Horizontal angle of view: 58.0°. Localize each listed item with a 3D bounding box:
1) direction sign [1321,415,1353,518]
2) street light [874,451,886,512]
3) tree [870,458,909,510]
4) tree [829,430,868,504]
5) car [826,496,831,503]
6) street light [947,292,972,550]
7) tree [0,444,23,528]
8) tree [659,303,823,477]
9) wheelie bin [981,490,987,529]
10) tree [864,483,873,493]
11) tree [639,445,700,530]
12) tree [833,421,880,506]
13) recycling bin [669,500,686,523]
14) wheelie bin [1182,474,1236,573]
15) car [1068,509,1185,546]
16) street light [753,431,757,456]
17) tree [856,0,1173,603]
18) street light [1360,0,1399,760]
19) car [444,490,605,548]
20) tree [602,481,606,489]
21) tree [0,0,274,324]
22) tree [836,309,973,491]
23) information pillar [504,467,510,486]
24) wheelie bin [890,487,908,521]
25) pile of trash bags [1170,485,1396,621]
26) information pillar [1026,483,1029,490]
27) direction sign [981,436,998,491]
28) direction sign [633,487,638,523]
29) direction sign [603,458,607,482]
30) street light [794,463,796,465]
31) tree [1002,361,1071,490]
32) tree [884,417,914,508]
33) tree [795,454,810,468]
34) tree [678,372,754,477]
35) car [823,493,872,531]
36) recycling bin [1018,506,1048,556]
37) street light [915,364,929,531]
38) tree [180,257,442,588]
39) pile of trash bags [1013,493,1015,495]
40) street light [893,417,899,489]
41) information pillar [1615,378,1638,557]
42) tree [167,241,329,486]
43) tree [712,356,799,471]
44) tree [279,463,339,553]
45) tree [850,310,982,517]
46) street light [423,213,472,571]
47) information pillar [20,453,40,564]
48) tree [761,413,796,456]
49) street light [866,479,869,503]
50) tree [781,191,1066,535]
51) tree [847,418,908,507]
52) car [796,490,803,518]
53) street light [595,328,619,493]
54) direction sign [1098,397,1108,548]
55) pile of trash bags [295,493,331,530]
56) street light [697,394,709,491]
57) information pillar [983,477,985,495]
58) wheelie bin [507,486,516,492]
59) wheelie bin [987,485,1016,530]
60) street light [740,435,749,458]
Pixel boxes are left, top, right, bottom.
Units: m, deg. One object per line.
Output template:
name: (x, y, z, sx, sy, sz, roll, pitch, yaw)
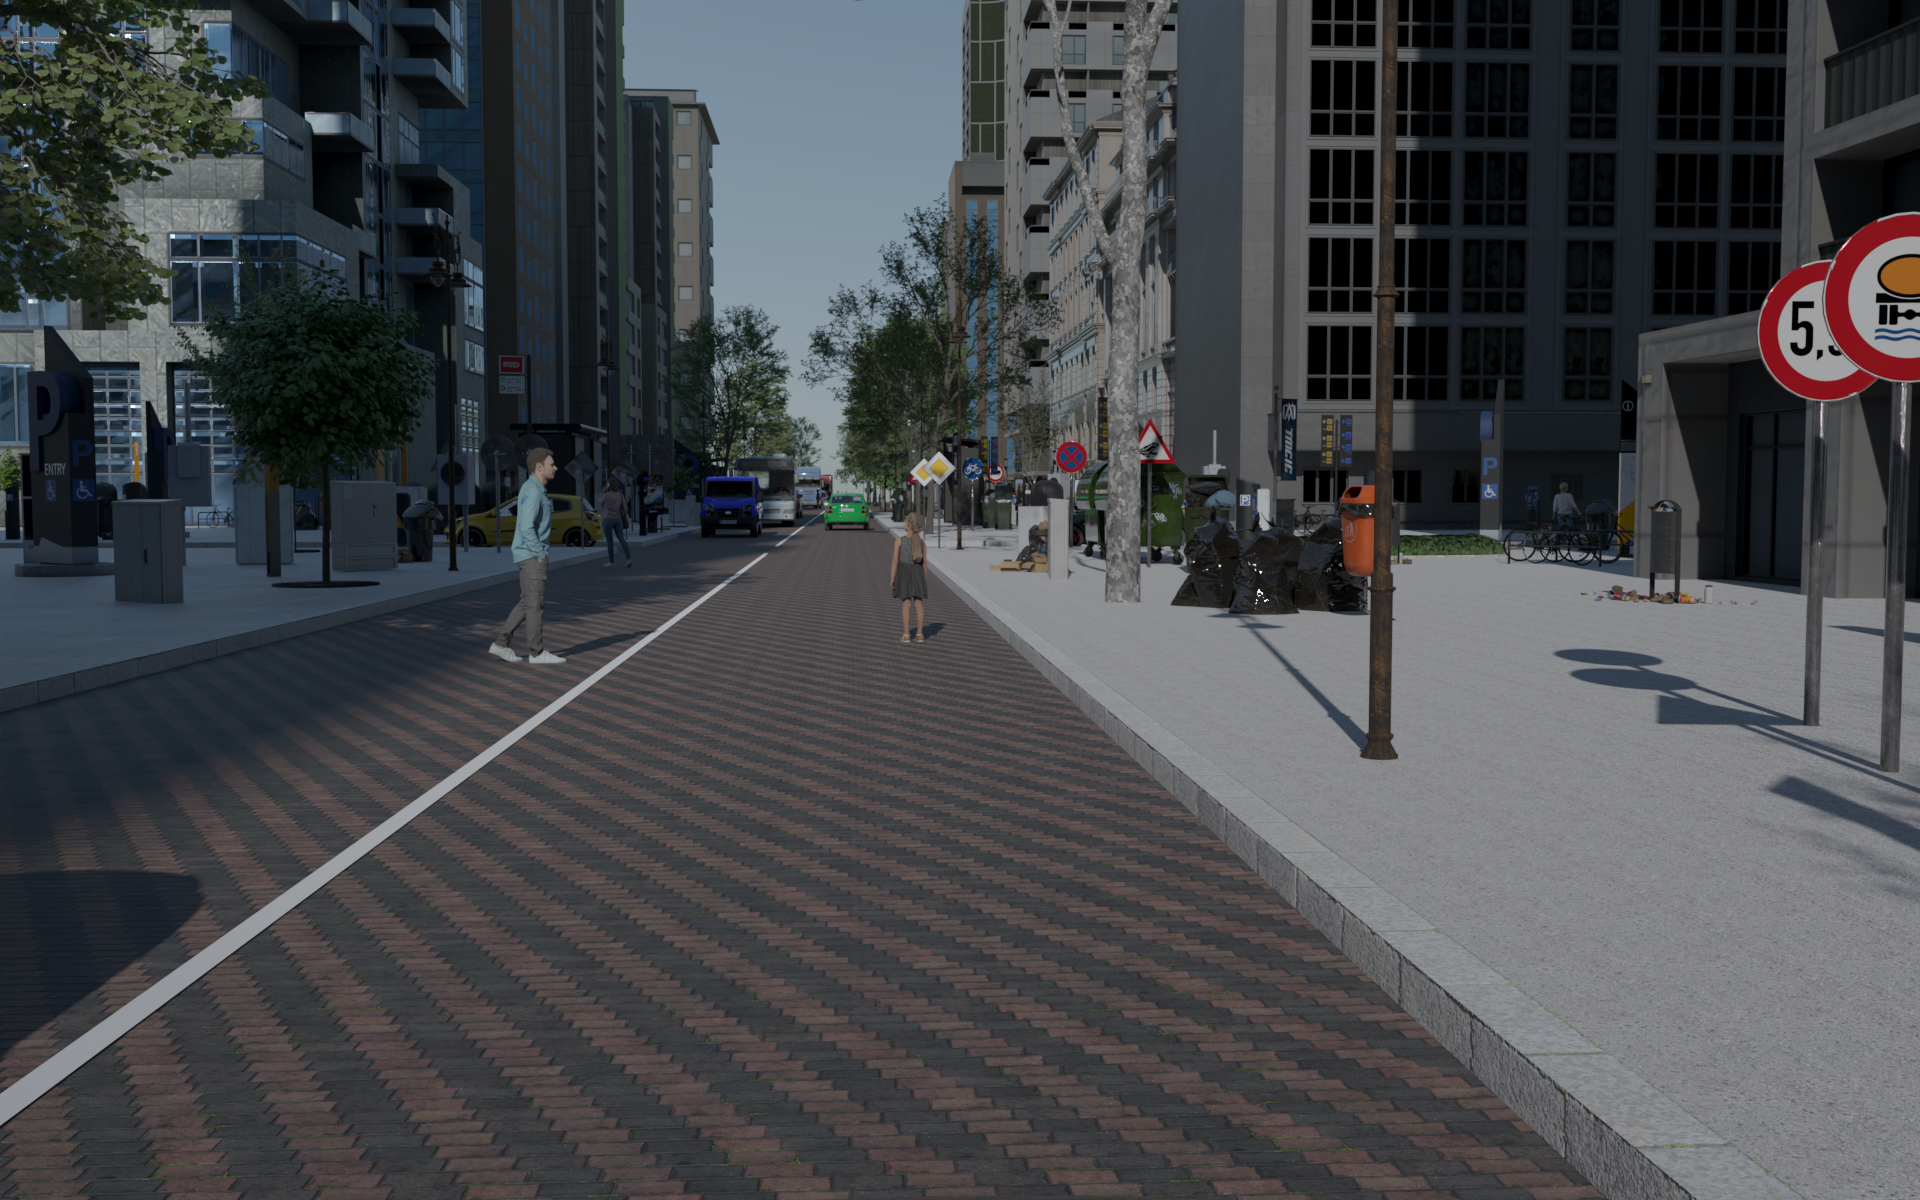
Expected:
direction sign: (10.760, -3.519, 49.539, 0.876, 3.537, 0.379, 0, 4, 4)
street light: (-6.253, -9.969, 135.780, 0.468, 5.910, 1.993, 0, 4, -4)
tree: (-5.613, -9.570, 140.189, 4.285, 4.588, 4.351, 0, 3, 0)
tree: (-12.642, -19.881, 235.416, 12.009, 13.543, 11.850, 0, 3, 0)
car: (-9.988, -8.100, 142.216, 2.009, 1.686, 4.222, 0, 4, -3)
street light: (-0.012, -4.097, 39.773, 0.468, 5.910, 1.993, 0, 4, -4)
tree: (-36.608, -4.426, 66.965, 1.663, 3.219, 1.824, 0, 3, 0)
tree: (-12.641, -10.280, 93.830, 9.928, 11.665, 9.643, 0, 3, 0)
wheelie bin: (1.119, -3.471, 64.663, 0.693, 1.594, 0.980, 0, 4, 1)
tree: (-14.759, -17.481, 280.417, 1.663, 3.219, 1.824, 0, 3, 0)
tree: (-11.120, -4.413, 66.752, 1.663, 3.219, 1.824, 0, 3, 0)
tree: (-9.309, -16.767, 191.151, 9.611, 12.733, 9.660, 0, 3, 0)
recycling bin: (-12.482, -3.926, 76.744, 0.722, 1.027, 0.722, -1, 4, -22)
wheelie bin: (4.016, -1.229, 28.002, 0.980, 1.594, 0.693, 1, 4, 23)
car: (3.982, -2.119, 44.429, 4.222, 1.686, 2.009, 0, 4, -2)
street light: (-14.709, -9.292, 124.719, 0.468, 5.910, 1.993, 0, 4, -4)
tree: (2.958, -10.102, 21.057, 12.611, 20.169, 13.585, 0, 3, 0)
street light: (2.042, -2.169, 8.256, 0.468, 5.910, 1.993, 0, 4, -4)
car: (-11.045, -2.066, 44.007, 3.980, 1.641, 2.015, 0, 4, -5)
tree: (-22.422, -7.177, 111.940, 1.663, 3.219, 1.824, 0, 3, 0)
tree: (-8.363, -5.642, 10.378, 7.486, 12.596, 7.792, 0, 3, 0)
tree: (-3.779, -12.723, 114.683, 9.857, 13.997, 8.962, 0, 3, 0)
information pillar: (-22.511, -5.799, 86.176, 0.183, 3.616, 0.504, 1, 4, 12)
wheelie bin: (-2.896, -4.579, 82.781, 0.693, 1.594, 0.980, -3, 4, -36)
pile of trash bags: (3.717, -0.558, 18.883, 1.912, 1.369, 3.447, -1, 4, -17)
information pillar: (4.501, -6.954, 118.195, 0.304, 2.012, 0.304, 2, 4, 25)
direction sign: (1.149, -4.647, 67.981, 0.876, 3.537, 0.379, -3, 5, -40)
direction sign: (-14.564, -5.228, 77.481, 0.379, 3.537, 0.876, 3, 5, 43)
direction sign: (-22.239, -7.194, 109.626, 0.379, 3.537, 0.876, 3, 5, 41)
street light: (-19.959, -14.404, 208.288, 0.468, 5.910, 1.993, 0, 4, -4)
tree: (4.143, -8.956, 96.799, 4.360, 8.622, 3.978, 0, 3, 0)
tree: (-5.982, -12.451, 153.936, 4.360, 8.622, 3.978, 0, 3, 0)
tree: (-25.720, -20.216, 280.893, 4.737, 8.622, 4.395, 0, 3, 0)
tree: (-14.666, -9.362, 103.429, 4.360, 8.622, 3.978, 0, 3, 0)
car: (-4.506, -3.704, 69.356, 1.959, 1.807, 4.718, 0, 4, -3)
recycling bin: (1.676, -1.402, 35.471, 0.722, 1.027, 0.722, -3, 5, -41)
street light: (-1.333, -5.338, 60.057, 0.468, 5.910, 1.993, 0, 4, -4)
tree: (-8.963, -2.472, 24.132, 4.285, 4.588, 4.351, 0, 3, 0)
pile of trash bags: (2.358, -6.858, 121.886, 3.447, 1.369, 1.912, 0, 4, 3)
street light: (-3.400, -7.277, 91.766, 0.468, 5.910, 1.993, 0, 4, -4)
information pillar: (13.571, -2.671, 35.022, 0.504, 3.616, 0.183, 2, 4, 26)
tree: (-20.038, -6.079, 49.760, 4.737, 8.622, 4.395, 0, 3, 0)
tree: (-17.017, -13.716, 142.381, 7.486, 12.596, 7.792, 0, 3, 0)
tree: (-14.618, -2.650, 37.925, 1.663, 3.219, 1.824, 0, 3, 0)
tree: (-2.567, -10.489, 97.258, 9.928, 11.665, 9.643, 0, 3, 0)
street light: (-8.479, -3.426, 28.802, 0.468, 5.910, 1.993, 0, 4, -4)
information pillar: (-16.649, -1.631, 31.157, 0.304, 2.012, 0.304, 0, 4, 3)
tree: (-16.402, -12.281, 151.149, 4.360, 8.622, 3.978, 0, 3, 0)
street light: (-10.302, -13.847, 199.186, 0.468, 5.910, 1.993, 0, 4, -4)
tree: (-1.000, -7.339, 54.401, 8.767, 10.594, 7.601, 0, 4, -1)
tree: (-8.027, -15.728, 175.286, 7.486, 12.596, 7.792, 0, 3, 0)
car: (-10.549, -5.833, 104.048, 2.281, 1.827, 5.304, 0, 4, -2)
street light: (-9.835, -4.625, 48.406, 0.468, 5.910, 1.993, 0, 4, -4)
direction sign: (3.544, -2.979, 40.705, 0.876, 3.537, 0.379, -3, 5, -42)
pile of trash bags: (-23.196, -3.249, 62.874, 1.912, 1.369, 3.447, -1, 4, -14)
street light: (-11.810, -6.553, 79.928, 0.468, 5.910, 1.993, 0, 4, -4)
information pillar: (0.937, -4.302, 74.825, 0.304, 2.012, 0.304, 0, 4, 4)
wheelie bin: (-18.364, -3.804, 70.103, 0.980, 1.594, 0.693, 1, 4, 9)
wheelie bin: (1.537, -3.326, 62.288, 0.980, 1.594, 0.693, 0, 4, 1)
street light: (-13.875, -8.483, 111.477, 0.468, 5.910, 1.993, 0, 4, -4)
